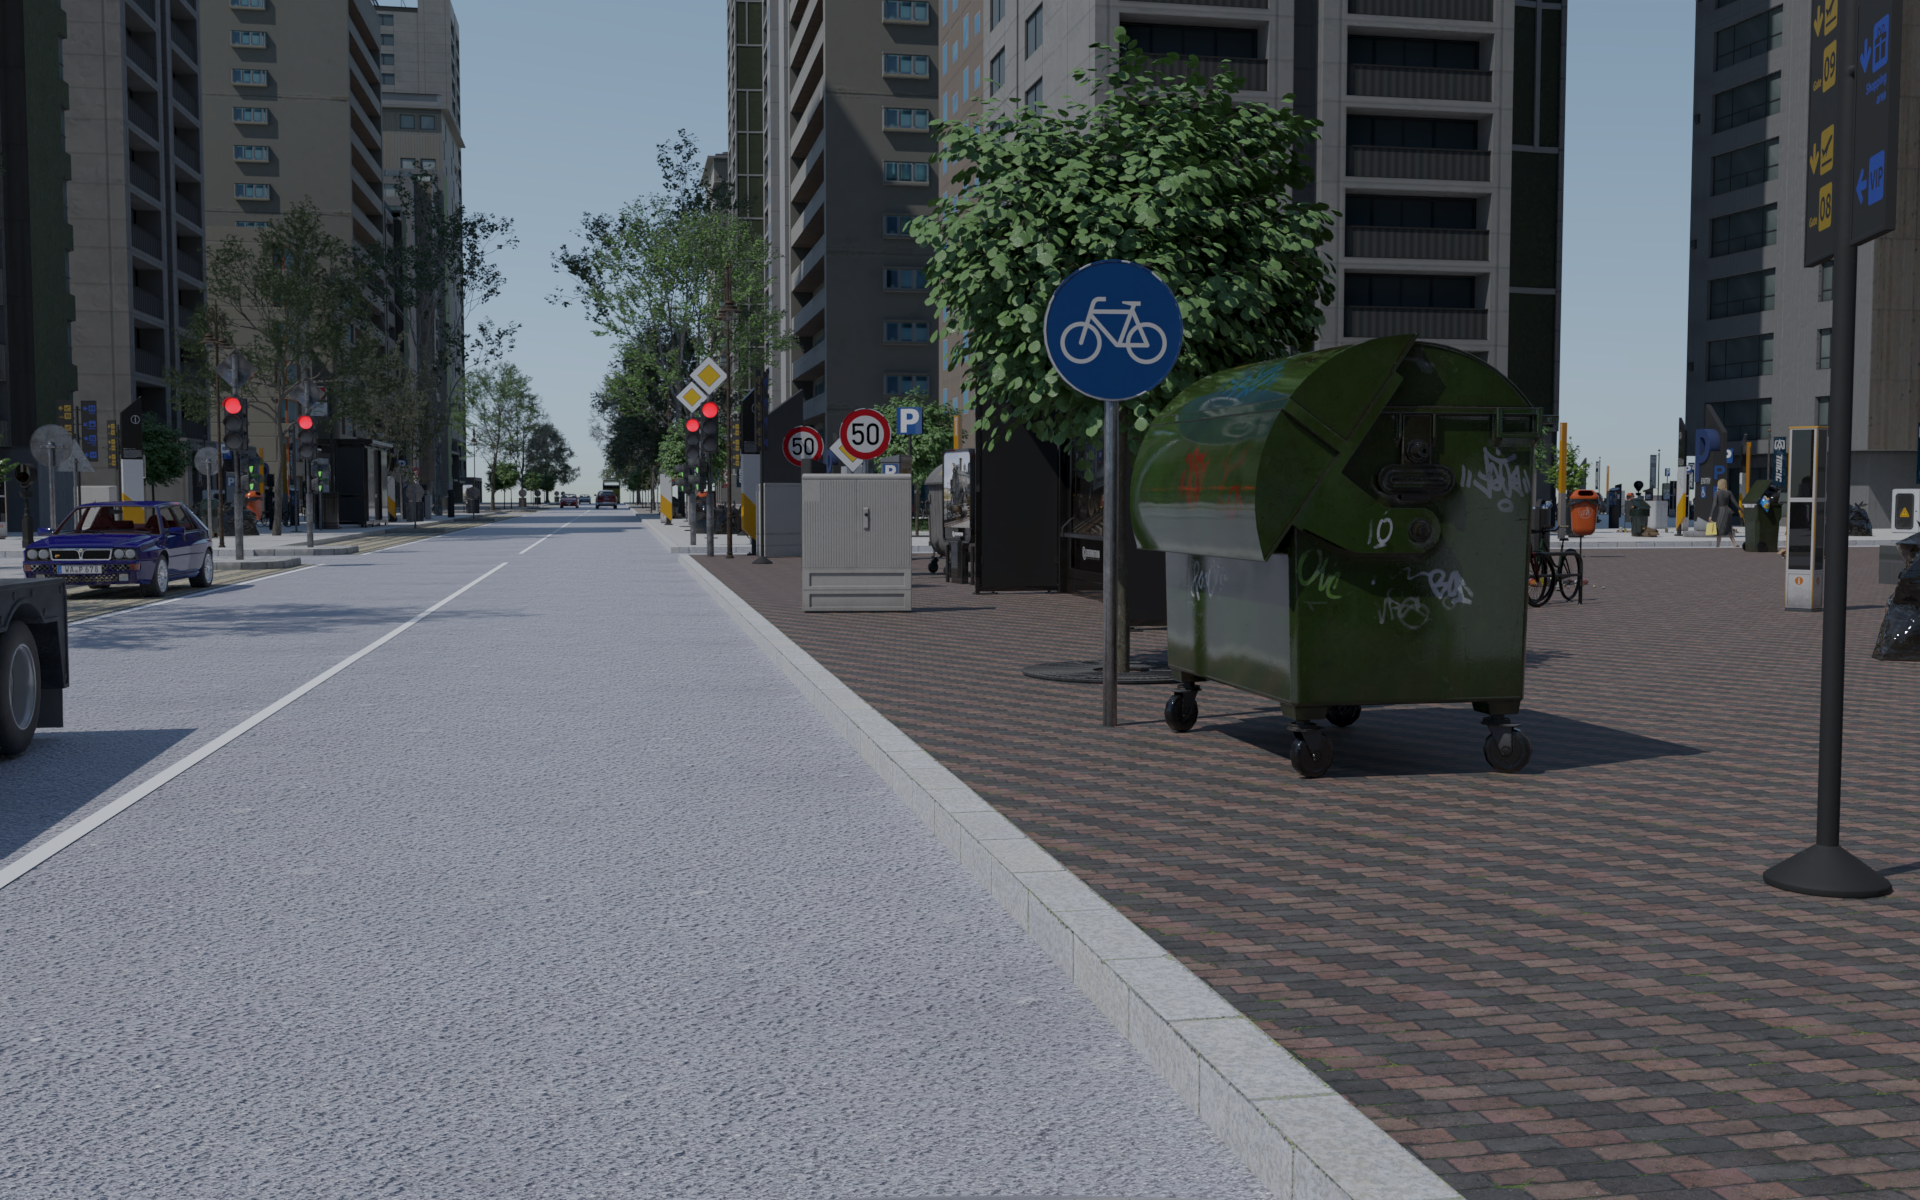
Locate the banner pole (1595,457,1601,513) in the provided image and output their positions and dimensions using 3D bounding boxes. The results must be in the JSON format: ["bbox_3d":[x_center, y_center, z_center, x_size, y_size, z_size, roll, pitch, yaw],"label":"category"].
[{"bbox_3d":[42.809,-7.720,116.237,0.401,3.779,0.863,0,4,-4],"label":"banner pole"}]

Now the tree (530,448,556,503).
[{"bbox_3d":[-62.557,-18.946,260.129,4.360,8.622,3.978,0,3,0],"label":"tree"}]

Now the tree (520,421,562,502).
[{"bbox_3d":[-64.326,-21.586,269.940,9.611,12.733,9.660,0,3,0],"label":"tree"}]

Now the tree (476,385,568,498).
[{"bbox_3d":[-46.791,-16.760,184.392,12.009,13.543,11.850,0,3,0],"label":"tree"}]

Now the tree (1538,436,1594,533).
[{"bbox_3d":[20.098,-3.822,57.097,1.663,3.219,1.824,0,3,0],"label":"tree"}]

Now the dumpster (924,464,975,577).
[{"bbox_3d":[0.202,-1.330,27.500,1.264,1.857,1.865,-1,4,-11],"label":"dumpster"}]

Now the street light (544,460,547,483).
[{"bbox_3d":[-56.455,-16.100,236.030,0.468,5.910,1.993,-1,4,-11],"label":"street light"}]

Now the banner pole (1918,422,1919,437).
[{"bbox_3d":[29.798,-3.873,53.347,0.863,3.779,0.401,-1,4,-13],"label":"banner pole"}]

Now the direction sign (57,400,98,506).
[{"bbox_3d":[-21.323,-3.053,41.911,0.876,3.537,0.379,-1,4,-13],"label":"direction sign"}]

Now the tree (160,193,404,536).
[{"bbox_3d":[-20.746,-7.265,53.193,7.601,10.594,8.767,-1,4,-22],"label":"tree"}]

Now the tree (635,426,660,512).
[{"bbox_3d":[-21.656,-10.644,124.383,4.360,8.622,3.978,0,3,0],"label":"tree"}]

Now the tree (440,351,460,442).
[{"bbox_3d":[-26.013,-8.101,82.821,4.360,8.622,3.978,0,3,0],"label":"tree"}]

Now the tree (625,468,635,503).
[{"bbox_3d":[-45.044,-17.672,239.294,4.737,8.622,4.395,0,3,0],"label":"tree"}]

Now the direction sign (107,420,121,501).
[{"bbox_3d":[-25.691,-3.727,52.940,0.876,3.537,0.379,1,4,22],"label":"direction sign"}]

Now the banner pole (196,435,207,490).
[{"bbox_3d":[-32.300,-5.127,73.846,0.863,3.779,0.401,2,4,35],"label":"banner pole"}]

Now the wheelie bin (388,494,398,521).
[{"bbox_3d":[-26.655,-4.457,80.772,0.980,1.594,0.693,3,5,39],"label":"wheelie bin"}]

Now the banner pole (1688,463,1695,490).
[{"bbox_3d":[50.943,-8.017,121.087,0.401,3.779,0.863,-3,5,-41],"label":"banner pole"}]

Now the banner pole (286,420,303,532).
[{"bbox_3d":[-22.612,-4.203,58.730,0.401,3.779,0.863,-3,4,-37],"label":"banner pole"}]

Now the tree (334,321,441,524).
[{"bbox_3d":[-24.380,-7.520,73.315,4.360,8.622,3.978,0,3,0],"label":"tree"}]

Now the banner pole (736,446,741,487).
[{"bbox_3d":[-9.861,-5.470,79.455,0.863,3.779,0.401,0,4,-3],"label":"banner pole"}]

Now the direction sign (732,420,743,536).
[{"bbox_3d":[-6.686,-3.745,53.231,0.876,3.537,0.379,3,4,39],"label":"direction sign"}]

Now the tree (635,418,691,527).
[{"bbox_3d":[-10.239,-5.128,67.564,4.285,4.588,4.351,0,3,0],"label":"tree"}]

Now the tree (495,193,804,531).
[{"bbox_3d":[-9.057,-8.201,59.845,9.928,11.665,9.643,0,3,0],"label":"tree"}]

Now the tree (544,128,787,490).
[{"bbox_3d":[-15.681,-14.467,92.418,12.611,20.169,13.585,0,3,0],"label":"tree"}]

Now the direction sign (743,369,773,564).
[{"bbox_3d":[-3.640,-2.435,31.805,0.379,3.537,0.876,0,4,8],"label":"direction sign"}]

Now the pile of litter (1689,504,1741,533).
[{"bbox_3d":[25.138,-2.650,57.288,1.176,0.858,1.719,-1,4,-19],"label":"pile of litter"}]

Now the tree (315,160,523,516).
[{"bbox_3d":[-31.731,-15.001,101.157,12.611,20.169,13.585,0,3,0],"label":"tree"}]

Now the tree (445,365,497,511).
[{"bbox_3d":[-35.819,-12.678,133.038,9.928,11.665,9.643,0,3,0],"label":"tree"}]

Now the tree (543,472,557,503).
[{"bbox_3d":[-53.065,-14.120,214.581,4.285,4.588,4.351,0,3,0],"label":"tree"}]

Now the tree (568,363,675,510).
[{"bbox_3d":[-24.130,-13.788,135.796,12.009,13.543,11.850,0,3,0],"label":"tree"}]

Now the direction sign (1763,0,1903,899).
[{"bbox_3d":[2.838,-0.830,5.565,0.379,3.537,0.876,1,4,12],"label":"direction sign"}]

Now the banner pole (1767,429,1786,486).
[{"bbox_3d":[31.307,-4.682,66.568,0.401,3.779,0.863,-3,5,-45],"label":"banner pole"}]

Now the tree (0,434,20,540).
[{"bbox_3d":[-27.672,-3.324,48.941,1.663,3.219,1.824,0,3,0],"label":"tree"}]

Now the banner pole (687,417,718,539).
[{"bbox_3d":[-7.409,-3.660,49.862,0.863,3.779,0.401,-1,4,-21],"label":"banner pole"}]

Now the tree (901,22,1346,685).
[{"bbox_3d":[1.203,-1.748,12.290,4.285,4.588,4.351,0,3,0],"label":"tree"}]

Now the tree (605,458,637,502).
[{"bbox_3d":[-40.852,-18.340,217.989,7.486,12.596,7.792,0,3,0],"label":"tree"}]

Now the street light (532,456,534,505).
[{"bbox_3d":[-48.819,-13.773,197.967,0.468,5.910,1.993,-1,4,-11],"label":"street light"}]

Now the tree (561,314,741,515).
[{"bbox_3d":[-18.336,-11.666,107.750,9.611,12.733,9.660,0,3,0],"label":"tree"}]

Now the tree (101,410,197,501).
[{"bbox_3d":[-31.551,-5.121,67.437,4.285,4.588,4.351,0,3,0],"label":"tree"}]

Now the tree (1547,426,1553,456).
[{"bbox_3d":[16.603,-4.286,53.787,4.285,4.588,4.351,0,3,0],"label":"tree"}]

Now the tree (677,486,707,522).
[{"bbox_3d":[-12.476,-5.242,80.311,1.663,3.219,1.824,0,3,0],"label":"tree"}]

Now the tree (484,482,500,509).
[{"bbox_3d":[-41.002,-9.616,151.820,1.663,3.219,1.824,0,3,0],"label":"tree"}]

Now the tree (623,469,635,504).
[{"bbox_3d":[-29.776,-11.009,163.714,4.285,4.588,4.351,0,3,0],"label":"tree"}]

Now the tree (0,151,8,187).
[{"bbox_3d":[-13.419,-5.040,16.820,7.601,10.594,8.767,-3,5,-43],"label":"tree"}]

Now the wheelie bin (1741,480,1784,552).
[{"bbox_3d":[17.779,-1.864,38.379,0.693,1.594,0.980,0,4,-4],"label":"wheelie bin"}]

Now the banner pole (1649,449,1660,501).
[{"bbox_3d":[38.879,-6.535,96.866,0.863,3.779,0.401,-1,4,-20],"label":"banner pole"}]

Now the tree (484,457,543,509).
[{"bbox_3d":[-38.933,-10.028,147.674,4.285,4.588,4.351,0,3,0],"label":"tree"}]

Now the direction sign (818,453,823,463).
[{"bbox_3d":[-6.000,-4.931,72.613,0.379,3.537,0.876,2,4,31],"label":"direction sign"}]

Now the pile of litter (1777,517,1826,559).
[{"bbox_3d":[16.940,-1.267,34.678,1.719,0.858,1.176,-2,4,-35],"label":"pile of litter"}]
